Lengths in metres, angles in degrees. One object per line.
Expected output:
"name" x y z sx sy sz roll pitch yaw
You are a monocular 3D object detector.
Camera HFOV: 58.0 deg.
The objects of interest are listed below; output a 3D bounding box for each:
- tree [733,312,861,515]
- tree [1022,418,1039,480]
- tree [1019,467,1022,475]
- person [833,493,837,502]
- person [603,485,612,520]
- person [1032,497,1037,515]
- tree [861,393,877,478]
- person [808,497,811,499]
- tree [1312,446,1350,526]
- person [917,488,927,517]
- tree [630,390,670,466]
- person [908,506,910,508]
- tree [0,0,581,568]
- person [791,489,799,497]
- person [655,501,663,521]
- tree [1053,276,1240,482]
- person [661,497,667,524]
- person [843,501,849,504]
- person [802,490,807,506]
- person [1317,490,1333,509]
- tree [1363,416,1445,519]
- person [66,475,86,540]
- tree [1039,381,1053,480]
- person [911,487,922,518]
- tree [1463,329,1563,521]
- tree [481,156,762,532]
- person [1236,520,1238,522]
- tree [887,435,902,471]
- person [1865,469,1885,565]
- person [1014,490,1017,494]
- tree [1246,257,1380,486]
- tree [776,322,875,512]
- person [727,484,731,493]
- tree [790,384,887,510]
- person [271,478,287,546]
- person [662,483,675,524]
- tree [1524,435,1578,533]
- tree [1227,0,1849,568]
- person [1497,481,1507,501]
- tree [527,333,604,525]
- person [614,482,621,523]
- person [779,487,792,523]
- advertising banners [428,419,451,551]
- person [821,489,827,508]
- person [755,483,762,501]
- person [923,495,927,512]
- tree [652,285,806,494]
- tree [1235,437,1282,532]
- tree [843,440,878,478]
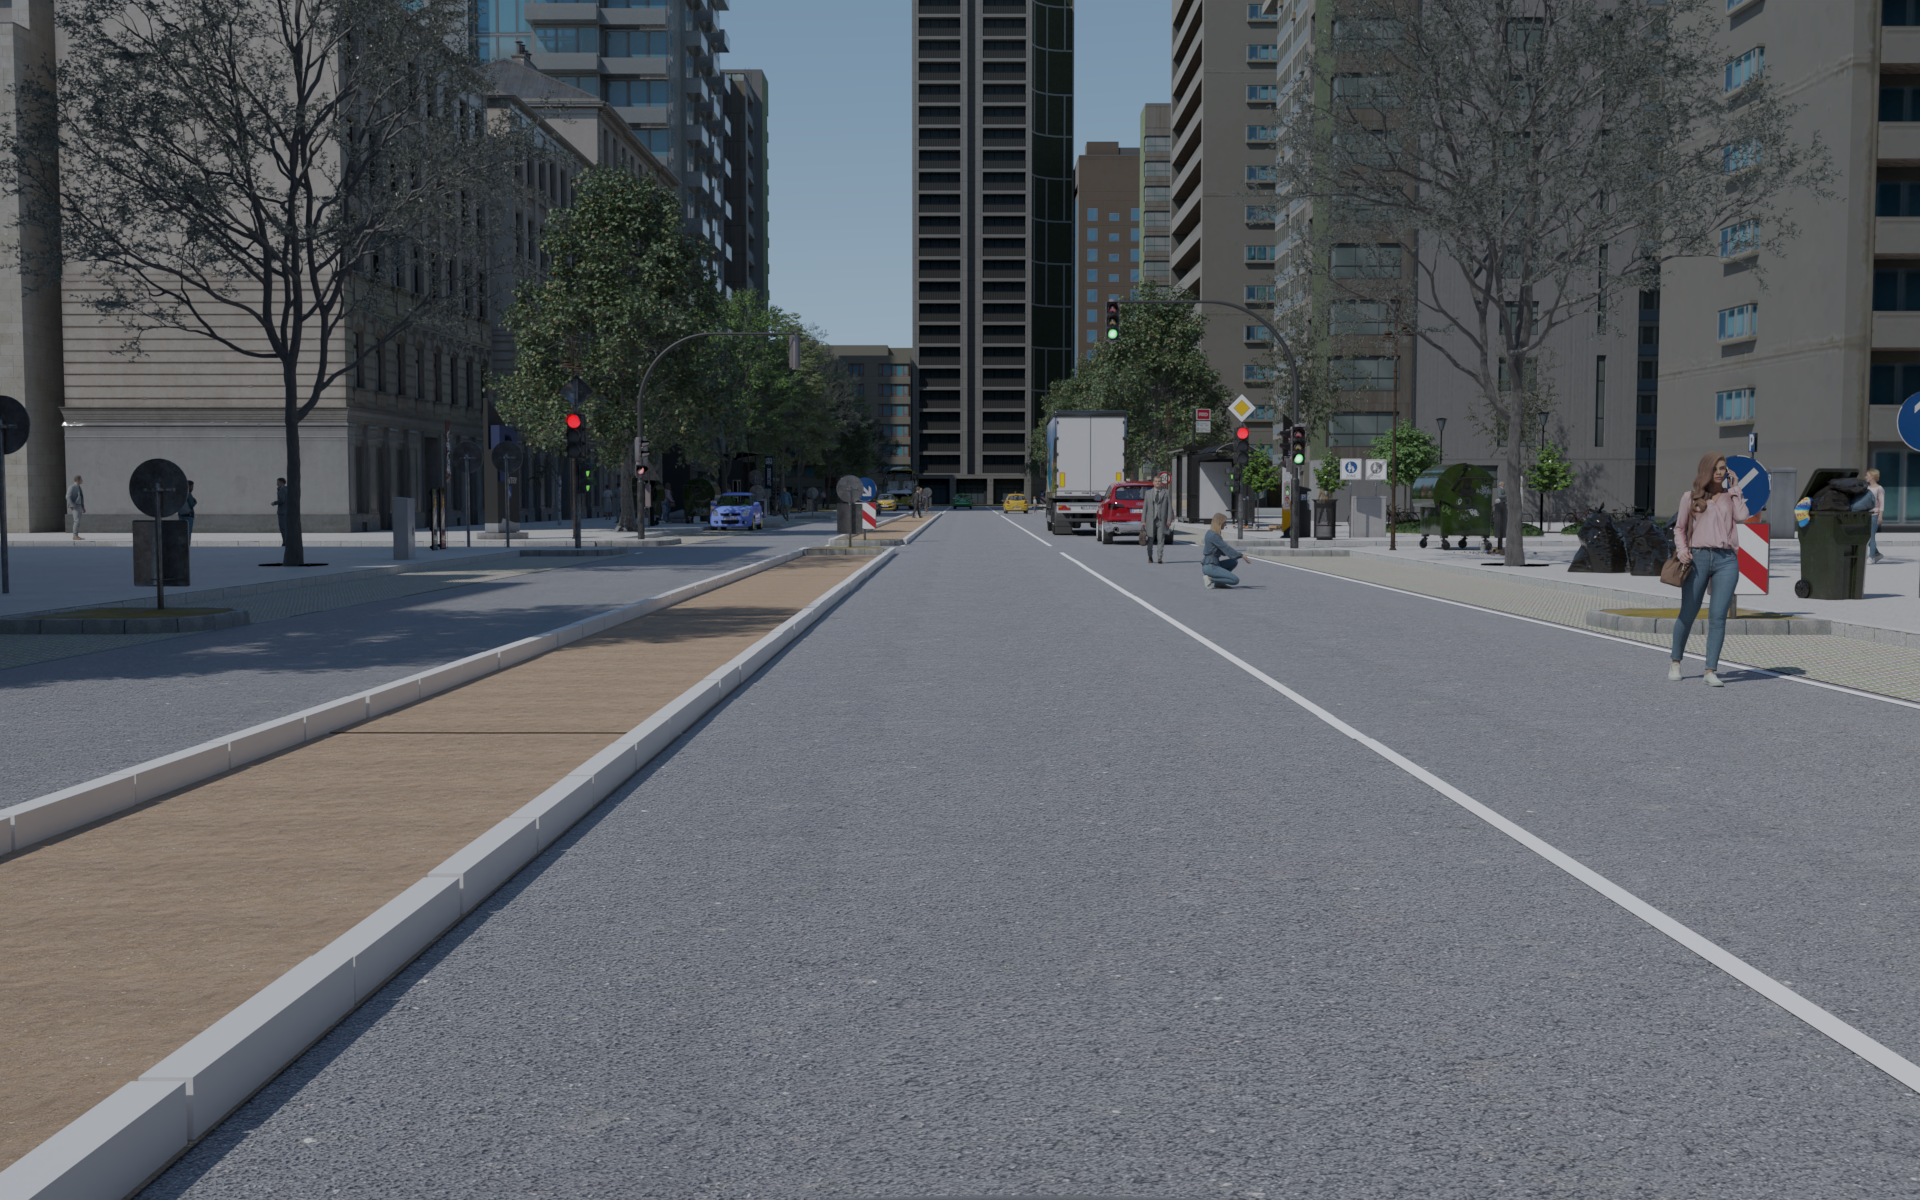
"tree" -10.924 -11.592 107.659 7.486 12.596 7.792 0 3 0
"tree" 10.689 -13.390 135.941 9.611 12.733 9.660 0 3 0
"tree" 10.500 -15.265 166.586 9.611 12.733 9.660 0 3 0
"person" -13.550 -11.321 191.660 1.217 1.766 0.721 1 4 18
"person" -17.540 -4.864 86.143 0.480 1.755 0.524 -3 4 -36
"person" 5.217 -6.582 120.803 0.332 1.250 0.352 -2 4 -25
"tree" -11.492 -14.635 157.416 7.486 12.596 7.792 0 3 0
"person" -15.910 -10.645 183.272 0.628 1.438 0.799 -2 4 -32
"tree" 14.906 -4.567 69.265 1.663 3.219 1.824 0 3 0
"person" -2.398 -5.969 106.281 0.709 1.800 0.728 -3 5 -41
"tree" -16.729 -8.664 92.025 4.737 8.622 4.395 0 3 0
"person" -5.008 -10.083 173.450 0.705 1.812 1.348 2 4 27
"tree" -11.788 -7.351 30.565 12.009 13.543 11.850 0 3 0
"person" -17.558 -11.001 185.548 1.348 1.869 0.705 0 4 -2
"person" -14.470 -4.687 82.858 0.592 1.802 0.473 -1 4 -12
"tree" 10.363 -10.657 91.246 9.611 12.733 9.660 0 3 0
"person" -12.882 -3.987 75.508 0.425 1.301 0.394 1 4 21
"person" -8.632 -7.452 130.794 0.683 1.767 0.568 -1 4 -11
"person" -16.394 -10.697 181.859 0.541 1.710 0.530 3 5 41
"person" 15.746 -4.213 74.839 0.656 1.842 0.836 -2 4 -26
"tree" 18.755 -5.477 73.263 4.285 4.588 4.351 0 3 0
"person" -24.808 -2.599 48.641 0.391 1.810 0.635 -1 4 -9
"tree" 10.948 -11.698 108.263 9.611 12.733 9.660 0 3 0
"person" -2.500 -5.785 102.856 0.755 1.850 0.659 -1 4 -13
"tree" 24.324 -7.649 75.423 4.360 8.622 3.978 0 3 0
"tree" -11.519 -8.688 59.062 9.611 12.733 9.660 0 3 0
"person" 12.589 -4.379 78.064 0.534 1.772 0.576 3 5 42
"tree" -11.047 -16.077 197.269 8.767 10.594 7.601 -3 4 -37
"person" 16.618 -1.519 31.556 0.598 1.740 0.731 -2 4 -24
"person" 4.657 -8.331 145.435 1.217 1.735 0.721 0 4 -1
"tree" 10.913 -6.401 55.019 4.360 8.622 3.978 0 3 0
"tree" -11.255 -12.975 122.518 12.009 13.543 11.850 0 3 0
"person" -12.395 -5.265 92.142 0.388 1.821 0.555 -3 5 -42
"tree" -10.654 -12.778 143.333 7.601 10.594 8.767 0 4 5
"person" -17.150 -2.166 43.725 0.447 1.846 0.655 -1 4 -9
"person" -12.548 -4.134 74.232 0.643 1.750 0.593 -2 4 -34
"tree" 19.264 -3.813 56.949 1.663 3.219 1.824 0 3 0
"tree" 9.727 -7.345 30.467 12.009 13.543 11.850 0 3 0
"person" 22.481 -4.002 71.649 0.590 1.801 0.661 2 4 24
"tree" -16.490 -7.407 71.459 4.360 8.622 3.978 0 3 0
"person" -15.090 -4.310 76.688 0.466 1.800 0.511 3 5 43
"person" -8.534 -4.649 84.858 0.601 1.785 0.444 2 4 30
"advertising banners" -12.020 -2.688 40.136 0.090 3.025 2.074 0 4 -3
"person" -12.374 -9.237 158.012 0.436 1.711 0.756 3 5 44
"person" -10.753 -5.210 91.091 0.638 1.841 0.748 -1 4 -21
"person" -2.700 -7.472 133.901 0.697 1.427 0.421 2 4 27
"tree" -11.229 -9.619 83.030 9.928 11.665 9.643 0 3 0
"tree" 10.344 -3.959 59.326 1.663 3.219 1.824 0 3 0
"tree" -11.144 -14.433 186.334 4.737 8.622 4.395 0 3 0
